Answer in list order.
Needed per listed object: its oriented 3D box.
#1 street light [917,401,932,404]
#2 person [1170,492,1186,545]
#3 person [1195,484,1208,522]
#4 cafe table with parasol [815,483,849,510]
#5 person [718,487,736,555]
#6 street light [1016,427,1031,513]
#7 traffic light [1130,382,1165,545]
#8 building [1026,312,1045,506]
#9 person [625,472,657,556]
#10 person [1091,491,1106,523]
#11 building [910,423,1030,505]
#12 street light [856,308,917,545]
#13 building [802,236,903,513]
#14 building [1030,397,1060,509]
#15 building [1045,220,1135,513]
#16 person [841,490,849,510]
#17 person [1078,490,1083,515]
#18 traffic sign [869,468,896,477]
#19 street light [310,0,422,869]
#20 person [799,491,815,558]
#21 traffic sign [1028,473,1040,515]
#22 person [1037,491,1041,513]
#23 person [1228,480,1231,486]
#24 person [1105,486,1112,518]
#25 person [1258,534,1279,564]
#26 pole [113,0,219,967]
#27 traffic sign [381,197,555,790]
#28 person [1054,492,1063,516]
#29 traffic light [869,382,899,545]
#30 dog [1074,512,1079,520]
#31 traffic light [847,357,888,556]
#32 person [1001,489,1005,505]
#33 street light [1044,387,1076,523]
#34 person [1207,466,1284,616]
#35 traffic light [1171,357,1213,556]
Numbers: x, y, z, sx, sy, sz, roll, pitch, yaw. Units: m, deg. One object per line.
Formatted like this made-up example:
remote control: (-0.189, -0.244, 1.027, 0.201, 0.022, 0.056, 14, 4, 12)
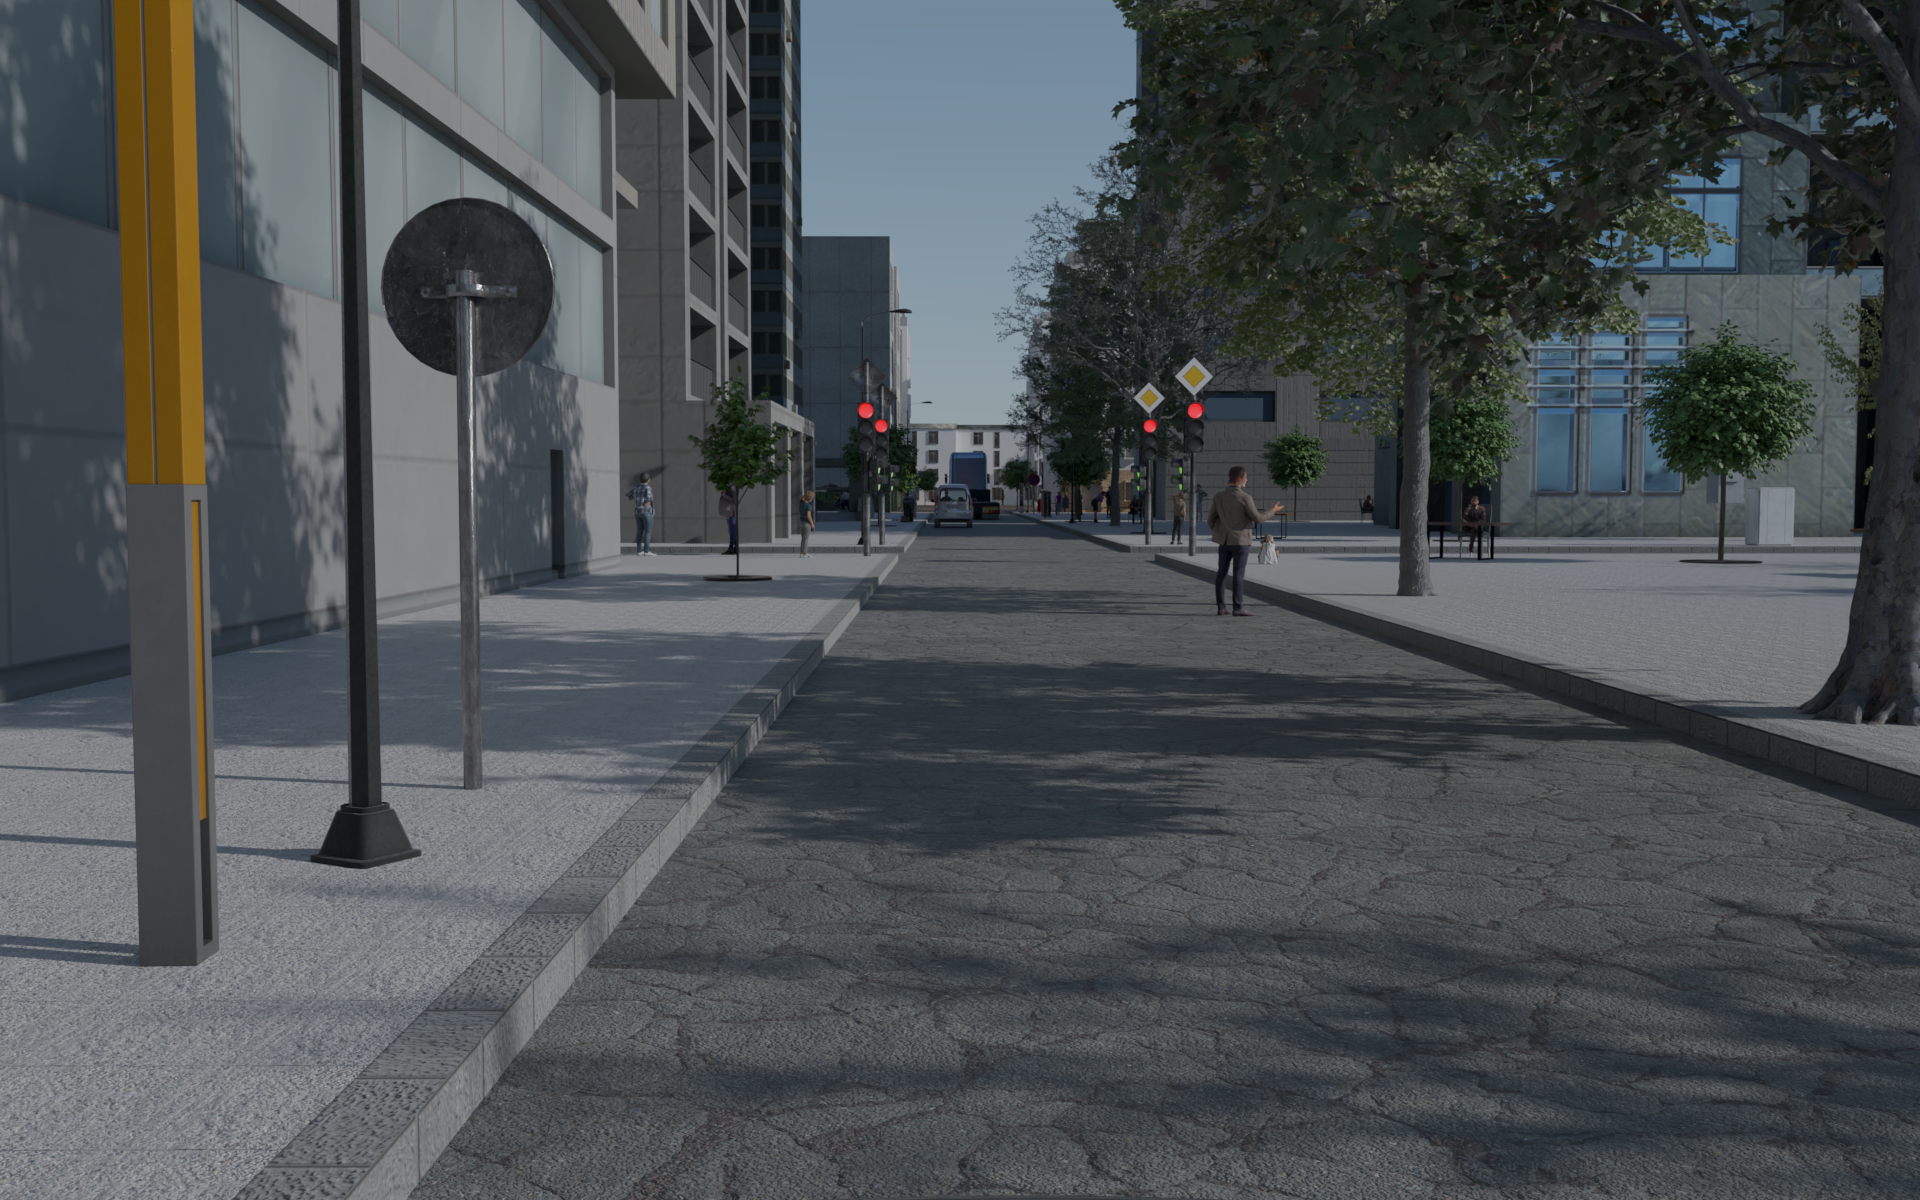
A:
street light: (-2.079, -6.985, 86.749, 1.470, 5.913, 1.316, 0, 4, 0)
person: (5.535, -2.083, 44.012, 0.435, 1.345, 0.340, 1, 4, 16)
person: (10.896, -4.411, 78.892, 0.376, 1.734, 0.841, -2, 4, -34)
cafe table with parasol: (-8.285, -6.472, 110.686, 2.610, 1.966, 2.610, 1, 4, 17)
person: (-4.899, -1.816, 36.561, 0.431, 1.722, 0.655, 0, 4, 1)
street light: (4.141, -8.946, 118.800, 1.470, 5.913, 1.316, 0, 4, 0)
traffic light: (4.732, -3.348, 43.656, 0.839, 4.253, 0.868, 0, 4, 0)
building: (14.801, -18.856, 164.713, 16.016, 20.091, 11.380, 0, 4, 0)
person: (-6.560, -1.780, 35.875, 0.376, 1.734, 0.841, -3, 5, -41)
person: (6.164, -4.152, 77.155, 0.697, 1.427, 0.421, -1, 4, -21)
building: (-0.500, -16.397, 210.242, 28.070, 9.664, 9.099, 0, 4, 0)
street light: (-1.894, -4.339, 43.491, 1.470, 5.913, 1.316, 0, 4, 0)
building: (-13.287, -16.404, 134.657, 16.747, 18.905, 31.486, 0, 4, 0)
building: (11.335, -12.427, 145.323, 9.099, 9.664, 28.070, 0, 4, 0)
building: (14.698, -16.447, 125.336, 16.016, 20.091, 11.380, 0, 4, 0)
person: (-7.211, -6.134, 108.542, 0.614, 1.554, 0.590, -2, 4, -35)
person: (6.730, -5.477, 98.063, 0.387, 1.526, 0.523, -3, 4, -37)
traffic sign: (-2.390, -3.234, 52.885, 0.884, 2.594, 0.081, 0, 4, 2)
street light: (-1.550, -2.041, 5.918, 1.470, 5.913, 1.316, 0, 4, 0)
person: (-3.104, -1.528, 34.942, 0.435, 1.345, 0.340, 2, 4, 35)
traffic sign: (4.561, -6.526, 106.799, 0.768, 2.556, 0.104, 0, 4, 8)
person: (5.520, -6.714, 118.286, 0.523, 1.526, 0.387, -2, 4, -25)
person: (8.819, -3.099, 57.156, 0.683, 1.767, 0.568, -3, 5, -42)
person: (7.915, -5.185, 91.729, 0.541, 1.710, 0.530, -1, 4, -18)
person: (5.660, -0.932, 31.755, 0.381, 0.543, 0.357, 0, 4, 3)
pole: (-2.152, -0.663, 4.679, 0.158, 3.312, 0.155, 0, 3, 0)
traffic sign: (-2.122, -0.450, 7.469, 0.768, 2.556, 0.104, 0, 4, 4)
person: (5.789, -5.666, 101.918, 0.726, 1.435, 0.776, 1, 4, 10)
traffic light: (-1.949, -3.344, 43.600, 0.839, 4.253, 0.868, 0, 4, 0)
dog: (5.749, -4.155, 85.666, 0.550, 0.427, 0.748, 2, 4, 34)
traffic light: (-1.901, -2.856, 35.615, 0.839, 4.253, 0.868, 0, 4, 0)
person: (4.892, -11.612, 195.993, 0.705, 1.812, 1.348, 0, 4, 5)
street light: (4.368, -6.300, 75.543, 1.470, 5.913, 1.316, 0, 4, 0)
person: (3.369, -0.699, 20.465, 0.750, 1.759, 0.617, -2, 4, -30)
traffic light: (4.780, -2.859, 35.671, 0.839, 4.253, 0.868, 0, 4, 0)
